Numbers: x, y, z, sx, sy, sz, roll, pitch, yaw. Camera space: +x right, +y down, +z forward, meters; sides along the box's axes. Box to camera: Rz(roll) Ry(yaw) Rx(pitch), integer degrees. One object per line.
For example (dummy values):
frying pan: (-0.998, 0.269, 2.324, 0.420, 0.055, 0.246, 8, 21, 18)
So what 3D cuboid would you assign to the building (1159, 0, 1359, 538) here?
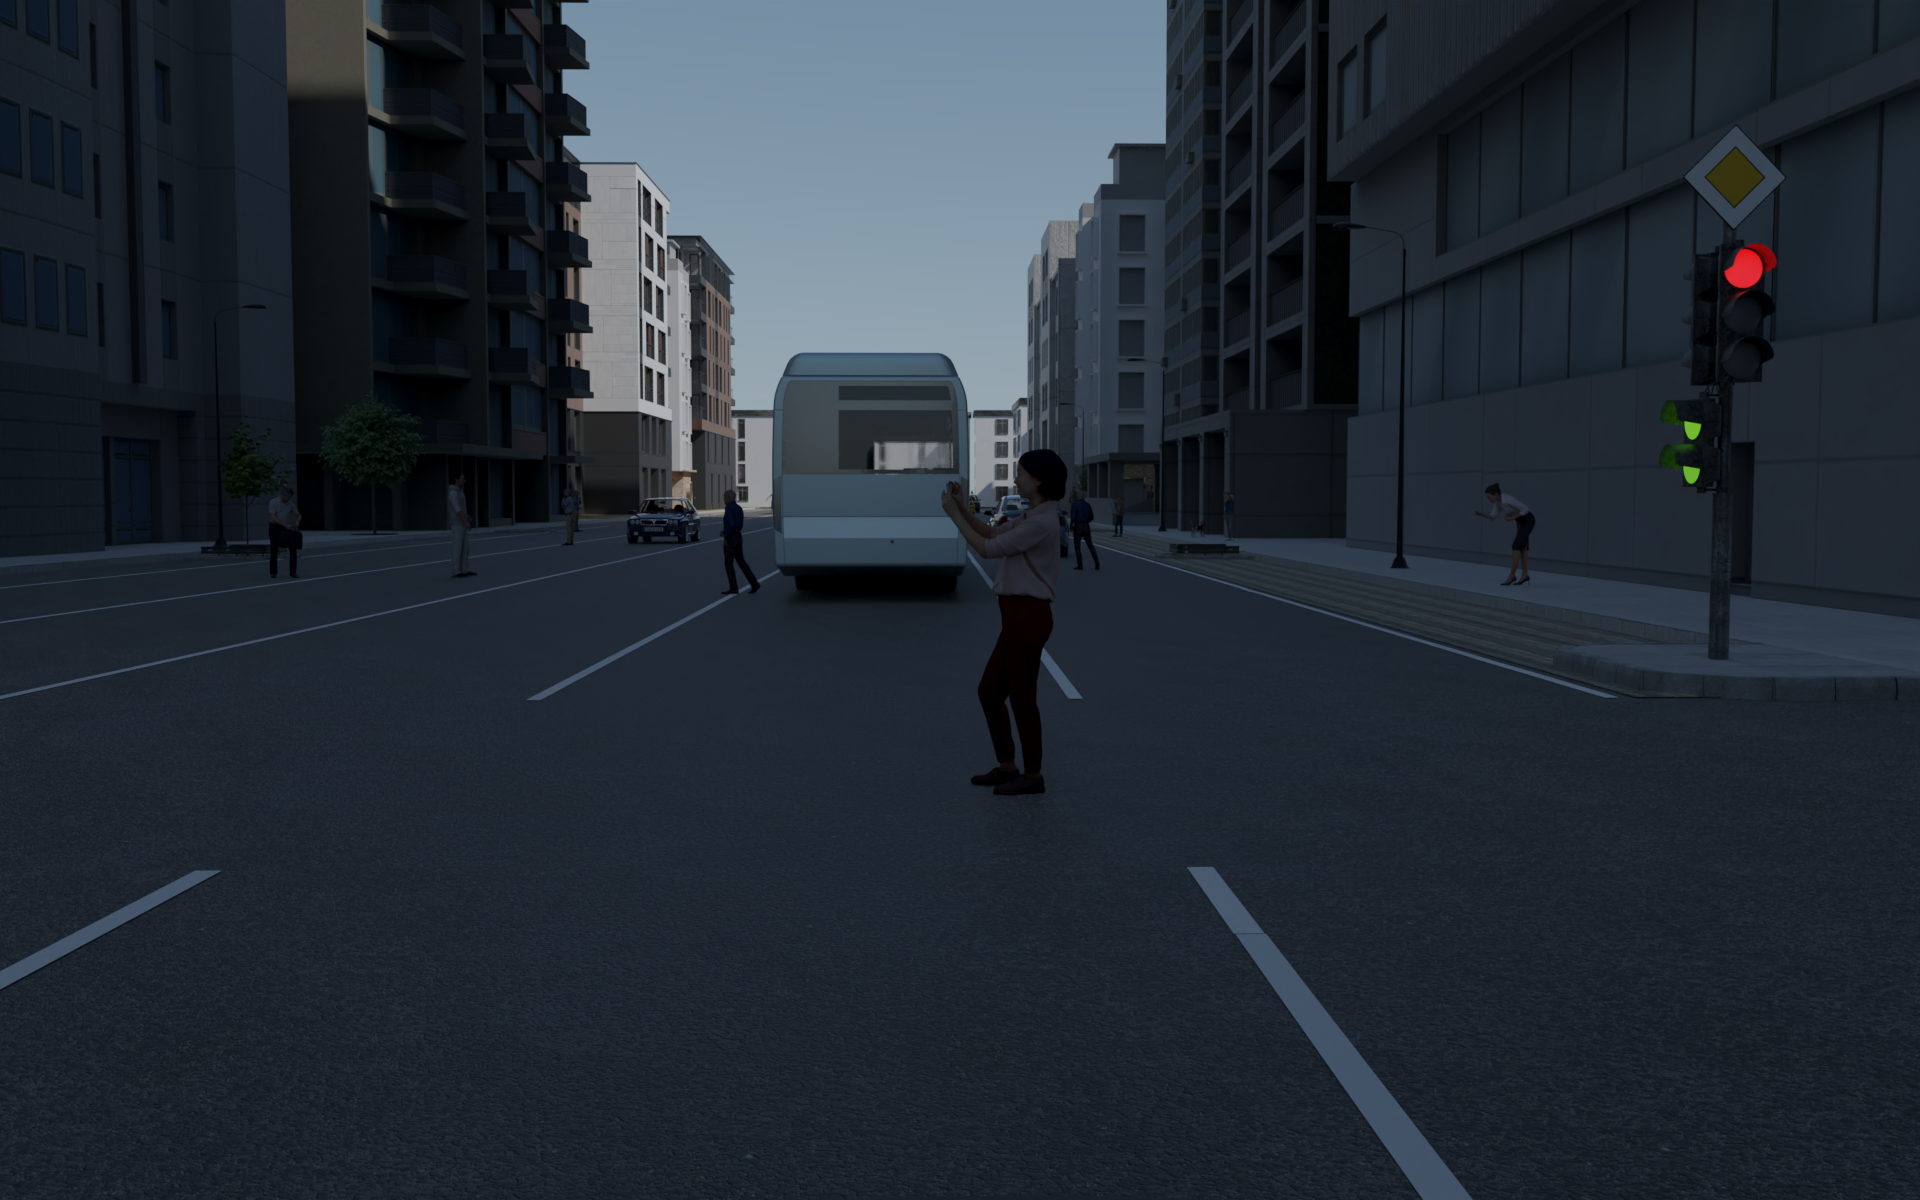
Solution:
building: (17.891, -37.583, 52.731, 20.563, 71.187, 20.611, 0, 4, -1)

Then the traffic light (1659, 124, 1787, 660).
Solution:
traffic light: (5.877, -1.494, 13.350, 0.839, 4.253, 0.868, 0, 4, -1)

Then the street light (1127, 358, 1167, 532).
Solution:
street light: (6.396, -5.299, 59.177, 1.470, 5.913, 1.316, 0, 4, -1)

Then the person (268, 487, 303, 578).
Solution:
person: (-11.521, -1.156, 29.608, 0.590, 1.554, 0.614, 3, 4, 38)

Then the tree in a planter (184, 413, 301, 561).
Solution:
tree in a planter: (-15.754, -2.507, 38.207, 1.991, 3.239, 1.994, 0, 4, -1)

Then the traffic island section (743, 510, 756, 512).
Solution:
traffic island section: (-17.885, -7.325, 142.637, 1.991, 0.108, 1.994, 0, 4, -1)

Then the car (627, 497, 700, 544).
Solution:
car: (-8.762, -2.369, 51.319, 1.945, 1.354, 3.894, 0, 4, -1)

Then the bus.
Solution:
bus: (-1.349, -2.097, 29.142, 2.948, 3.499, 13.247, 0, 4, -2)

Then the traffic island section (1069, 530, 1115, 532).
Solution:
traffic island section: (4.829, -2.639, 66.020, 1.991, 0.108, 1.994, 0, 4, -1)

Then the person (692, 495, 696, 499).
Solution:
person: (-21.475, -7.974, 136.939, 1.217, 1.766, 0.721, 1, 4, 18)

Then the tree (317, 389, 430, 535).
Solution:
tree: (-18.386, -4.332, 54.542, 4.285, 4.588, 4.351, 0, 3, 0)

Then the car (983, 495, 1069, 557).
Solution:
car: (1.576, -1.763, 40.832, 2.014, 1.417, 4.499, 0, 4, -1)

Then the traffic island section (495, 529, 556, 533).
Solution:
traffic island section: (-16.301, -2.592, 65.241, 1.991, 0.108, 1.994, 0, 4, -1)

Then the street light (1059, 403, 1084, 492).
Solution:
street light: (5.723, -7.067, 88.094, 1.470, 5.913, 1.316, 0, 4, -1)

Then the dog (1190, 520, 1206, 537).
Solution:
dog: (7.131, -2.142, 51.851, 0.406, 0.507, 0.540, 1, 4, 20)

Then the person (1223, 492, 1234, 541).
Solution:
person: (7.376, -2.294, 47.455, 0.435, 1.345, 0.340, 3, 5, 42)

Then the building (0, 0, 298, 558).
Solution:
building: (-29.655, -30.148, 34.915, 21.231, 58.520, 28.212, 0, 4, -1)

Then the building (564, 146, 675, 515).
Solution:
building: (-33.766, -15.934, 104.503, 27.936, 21.610, 32.646, 0, 4, -1)

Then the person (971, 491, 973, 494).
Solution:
person: (1.034, -9.036, 156.951, 1.217, 1.743, 0.721, -1, 4, -22)

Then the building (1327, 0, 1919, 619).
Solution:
building: (21.864, -26.753, 26.649, 27.495, 52.752, 28.713, 0, 4, -1)

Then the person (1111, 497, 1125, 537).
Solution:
person: (5.254, -2.762, 57.563, 0.340, 1.345, 0.435, 2, 4, 27)

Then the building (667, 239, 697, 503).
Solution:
building: (-27.822, -16.528, 126.647, 16.016, 20.091, 11.380, 0, 4, -1)

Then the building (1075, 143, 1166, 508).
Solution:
building: (14.794, -14.863, 99.422, 16.016, 20.091, 11.380, 0, 4, -1)

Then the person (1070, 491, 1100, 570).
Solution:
person: (2.356, -1.327, 32.890, 0.574, 1.496, 0.600, 0, 4, 0)

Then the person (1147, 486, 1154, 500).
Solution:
person: (10.156, -5.200, 91.983, 0.530, 1.710, 0.541, -2, 4, -35)

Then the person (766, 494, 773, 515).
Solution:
person: (-12.670, -6.651, 118.036, 1.217, 1.735, 0.721, -2, 4, -28)

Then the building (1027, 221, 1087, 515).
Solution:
building: (13.991, -15.559, 120.841, 16.747, 18.905, 31.486, 0, 4, -1)

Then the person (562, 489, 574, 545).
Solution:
person: (-10.997, -2.323, 48.549, 0.319, 1.574, 0.516, 1, 4, 8)

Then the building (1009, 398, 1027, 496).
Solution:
building: (9.726, -12.765, 150.852, 9.099, 9.664, 28.070, 0, 4, -1)

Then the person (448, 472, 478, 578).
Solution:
person: (-8.540, -1.291, 29.750, 0.789, 1.805, 0.875, 0, 4, -5)

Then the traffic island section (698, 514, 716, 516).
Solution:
traffic island section: (-17.321, -5.651, 115.260, 1.991, 0.108, 1.994, 0, 4, -1)

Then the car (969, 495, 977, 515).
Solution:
car: (0.074, -6.178, 111.232, 2.015, 1.641, 3.980, 0, 4, -1)

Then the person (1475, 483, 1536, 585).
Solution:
person: (7.684, -0.923, 24.320, 0.628, 1.438, 0.799, 3, 5, 45)

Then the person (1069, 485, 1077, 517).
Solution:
person: (6.269, -5.402, 94.919, 0.434, 1.755, 0.990, -2, 4, -25)

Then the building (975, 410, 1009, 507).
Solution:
building: (15.349, -14.402, 177.623, 28.070, 9.664, 9.099, 0, 4, -1)

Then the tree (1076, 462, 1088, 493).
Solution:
tree: (6.893, -5.898, 91.028, 1.663, 3.219, 1.824, 0, 3, 0)

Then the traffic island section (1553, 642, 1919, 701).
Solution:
traffic island section: (5.917, 0.539, 13.465, 2.009, 0.180, 2.903, 0, 4, -1)

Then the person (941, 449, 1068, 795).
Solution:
person: (0.209, 0.102, 8.290, 0.566, 1.644, 0.517, 3, 5, 41)

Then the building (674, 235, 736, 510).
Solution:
building: (-36.986, -18.752, 150.563, 32.646, 21.610, 27.936, 0, 4, -1)

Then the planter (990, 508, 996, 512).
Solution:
planter: (3.266, -7.450, 142.946, 1.991, 0.319, 1.994, 0, 4, -1)

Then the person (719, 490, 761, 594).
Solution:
person: (-3.257, -0.835, 24.848, 0.600, 1.496, 0.574, 3, 5, 44)

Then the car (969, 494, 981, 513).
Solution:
car: (0.645, -7.549, 133.216, 2.009, 1.686, 4.222, 0, 4, -2)

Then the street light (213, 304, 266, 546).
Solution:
street light: (-17.632, -4.274, 42.415, 1.470, 5.913, 1.316, 0, 4, -1)

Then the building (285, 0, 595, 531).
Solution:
building: (-27.899, -25.518, 71.850, 22.147, 44.769, 28.867, 0, 4, -1)

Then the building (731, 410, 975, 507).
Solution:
building: (-12.870, -14.378, 177.232, 28.070, 9.664, 9.099, 0, 4, -1)

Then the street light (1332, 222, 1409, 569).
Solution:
street light: (7.064, -3.501, 29.780, 1.470, 5.913, 1.316, 0, 4, -1)

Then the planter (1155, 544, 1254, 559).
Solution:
planter: (5.399, -1.073, 38.679, 1.991, 0.319, 1.994, 0, 4, -1)

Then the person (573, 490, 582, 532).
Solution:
person: (-14.511, -3.371, 65.681, 0.319, 1.574, 0.516, 1, 4, 11)

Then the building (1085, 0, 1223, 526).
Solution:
building: (22.160, -23.522, 76.464, 32.217, 40.220, 23.993, 0, 4, -1)
